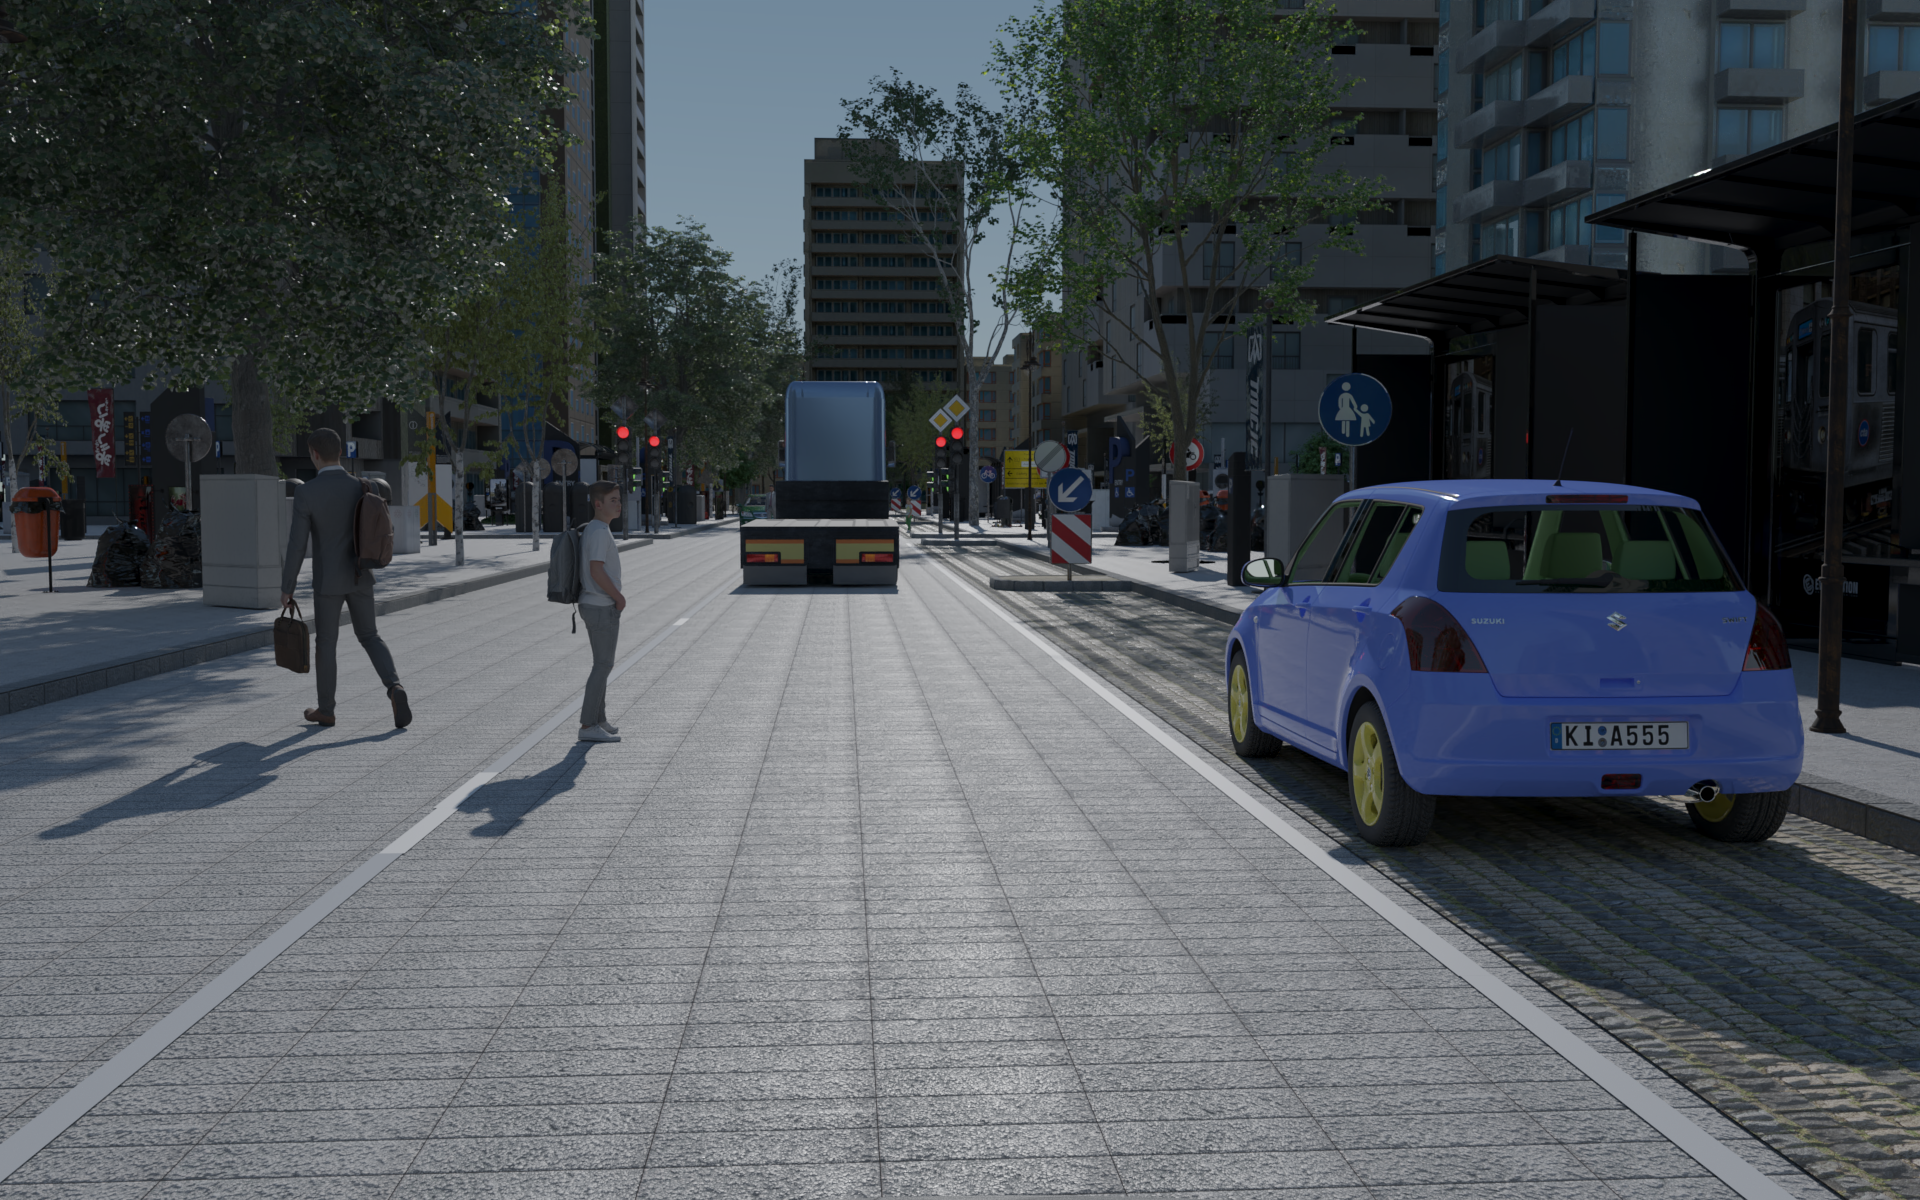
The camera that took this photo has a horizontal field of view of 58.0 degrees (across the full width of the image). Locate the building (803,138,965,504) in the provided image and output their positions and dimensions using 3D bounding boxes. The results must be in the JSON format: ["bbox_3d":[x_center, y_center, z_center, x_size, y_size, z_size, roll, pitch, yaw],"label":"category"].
[{"bbox_3d":[-10.644,-37.631,238.974,21.600,48.544,21.300,0,4,-4],"label":"building"}]

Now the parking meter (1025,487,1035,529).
[{"bbox_3d":[2.539,-3.341,63.042,0.372,1.533,0.369,0,3,0],"label":"parking meter"}]

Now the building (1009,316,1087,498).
[{"bbox_3d":[20.587,-20.542,180.894,27.650,21.520,28.899,0,4,-4],"label":"building"}]

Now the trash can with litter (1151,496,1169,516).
[{"bbox_3d":[5.238,-2.241,48.022,0.624,1.170,1.055,-3,4,-38],"label":"trash can with litter"}]

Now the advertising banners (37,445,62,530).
[{"bbox_3d":[-32.319,-3.992,61.462,0.090,3.025,2.074,0,4,-8],"label":"advertising banners"}]

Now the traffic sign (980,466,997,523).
[{"bbox_3d":[1.264,-4.749,77.748,0.768,2.556,0.104,0,4,2],"label":"traffic sign"}]

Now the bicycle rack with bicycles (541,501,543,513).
[{"bbox_3d":[-23.764,-5.311,100.209,2.925,0.926,2.852,1,4,14],"label":"bicycle rack with bicycles"}]

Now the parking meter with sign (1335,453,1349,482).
[{"bbox_3d":[16.894,-4.742,73.798,1.738,3.016,0.543,-1,4,-11],"label":"parking meter with sign"}]

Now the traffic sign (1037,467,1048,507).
[{"bbox_3d":[2.962,-3.566,58.411,0.768,2.556,0.104,0,4,1],"label":"traffic sign"}]

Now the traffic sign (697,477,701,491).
[{"bbox_3d":[-19.367,-7.913,129.480,0.768,2.556,0.104,0,4,5],"label":"traffic sign"}]

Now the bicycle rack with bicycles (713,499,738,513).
[{"bbox_3d":[-16.099,-6.527,120.091,2.852,0.926,2.925,1,4,16],"label":"bicycle rack with bicycles"}]

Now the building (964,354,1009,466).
[{"bbox_3d":[14.308,-24.464,245.027,28.899,21.520,27.650,0,4,-4],"label":"building"}]

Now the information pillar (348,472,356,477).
[{"bbox_3d":[-20.675,-3.318,58.749,0.304,2.012,0.304,-3,4,-38],"label":"information pillar"}]

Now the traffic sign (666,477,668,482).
[{"bbox_3d":[-17.376,-6.384,104.480,0.768,2.556,0.104,0,4,1],"label":"traffic sign"}]

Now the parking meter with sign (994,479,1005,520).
[{"bbox_3d":[2.551,-5.514,86.417,1.738,3.016,0.543,1,4,19],"label":"parking meter with sign"}]

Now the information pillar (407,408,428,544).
[{"bbox_3d":[-14.030,-3.269,44.797,0.504,3.616,0.183,-1,4,-11],"label":"information pillar"}]

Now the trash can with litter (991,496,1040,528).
[{"bbox_3d":[2.095,-3.436,67.228,2.233,1.210,1.678,-1,4,-13],"label":"trash can with litter"}]

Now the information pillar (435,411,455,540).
[{"bbox_3d":[-14.513,-3.506,48.680,0.504,3.616,0.183,-3,5,-40],"label":"information pillar"}]

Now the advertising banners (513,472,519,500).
[{"bbox_3d":[-32.398,-7.793,123.605,2.074,3.025,0.090,0,4,3],"label":"advertising banners"}]

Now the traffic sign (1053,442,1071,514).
[{"bbox_3d":[2.305,-2.573,42.171,0.768,2.556,0.104,0,4,-3],"label":"traffic sign"}]

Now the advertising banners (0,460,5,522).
[{"bbox_3d":[-49.079,-5.726,89.808,0.090,3.025,2.074,0,4,5],"label":"advertising banners"}]

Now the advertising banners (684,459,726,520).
[{"bbox_3d":[-12.840,-5.562,87.122,2.074,3.025,0.090,0,4,1],"label":"advertising banners"}]

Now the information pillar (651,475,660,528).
[{"bbox_3d":[-11.656,-3.784,66.354,0.304,2.012,0.304,0,4,-5],"label":"information pillar"}]

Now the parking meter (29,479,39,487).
[{"bbox_3d":[-36.568,-3.831,68.356,0.399,1.863,0.255,0,4,0],"label":"parking meter"}]

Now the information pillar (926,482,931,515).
[{"bbox_3d":[-1.941,-6.301,107.517,0.304,2.012,0.304,-1,4,-11],"label":"information pillar"}]

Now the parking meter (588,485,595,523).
[{"bbox_3d":[-9.115,-2.135,43.313,0.372,1.533,0.369,0,3,0],"label":"parking meter"}]

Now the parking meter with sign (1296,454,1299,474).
[{"bbox_3d":[15.657,-4.885,76.133,1.738,3.016,0.543,1,4,15],"label":"parking meter with sign"}]

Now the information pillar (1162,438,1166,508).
[{"bbox_3d":[8.611,-5.001,73.123,0.183,3.616,0.504,0,4,-5],"label":"information pillar"}]

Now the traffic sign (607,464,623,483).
[{"bbox_3d":[-11.789,-3.505,59.428,0.606,2.300,0.079,0,4,2],"label":"traffic sign"}]

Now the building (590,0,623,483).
[{"bbox_3d":[-41.048,-43.724,153.135,20.563,71.187,20.611,0,4,-4],"label":"building"}]

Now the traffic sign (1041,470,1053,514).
[{"bbox_3d":[2.390,-2.625,45.051,0.606,2.300,0.079,0,4,5],"label":"traffic sign"}]

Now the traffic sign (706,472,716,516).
[{"bbox_3d":[-14.595,-6.159,100.812,0.768,2.556,0.104,0,3,0],"label":"traffic sign"}]

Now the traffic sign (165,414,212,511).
[{"bbox_3d":[-12.249,-1.676,27.503,0.768,2.556,0.104,0,4,4],"label":"traffic sign"}]

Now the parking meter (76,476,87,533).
[{"bbox_3d":[-28.705,-3.112,56.586,0.255,1.863,0.399,-2,4,-28],"label":"parking meter"}]

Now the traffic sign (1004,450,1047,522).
[{"bbox_3d":[3.151,-5.246,79.648,2.265,3.308,0.079,0,4,-1],"label":"traffic sign"}]

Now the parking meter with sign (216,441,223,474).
[{"bbox_3d":[-24.892,-3.667,56.219,1.738,3.016,0.543,-3,4,-39],"label":"parking meter with sign"}]

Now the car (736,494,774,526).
[{"bbox_3d":[-7.785,-3.476,68.631,2.131,1.459,4.920,0,4,-5],"label":"car"}]

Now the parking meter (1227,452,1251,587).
[{"bbox_3d":[3.895,-1.129,24.169,0.255,1.863,0.399,0,4,-5],"label":"parking meter"}]

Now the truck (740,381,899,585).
[{"bbox_3d":[-2.658,-2.806,35.632,2.967,4.110,18.799,0,4,-3],"label":"truck"}]

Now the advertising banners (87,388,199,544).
[{"bbox_3d":[-13.396,-1.969,28.388,2.074,3.025,0.090,1,4,15],"label":"advertising banners"}]

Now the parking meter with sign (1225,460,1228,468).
[{"bbox_3d":[13.597,-5.670,88.963,0.543,3.016,1.738,-1,4,-12],"label":"parking meter with sign"}]

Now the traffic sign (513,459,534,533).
[{"bbox_3d":[-14.327,-3.413,56.987,0.795,2.450,0.064,0,4,6],"label":"traffic sign"}]

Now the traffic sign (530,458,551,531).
[{"bbox_3d":[-14.754,-3.713,60.817,0.768,2.556,0.104,0,4,-3],"label":"traffic sign"}]

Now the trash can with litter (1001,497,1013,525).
[{"bbox_3d":[1.814,-3.556,69.522,0.624,1.170,1.055,0,4,1],"label":"trash can with litter"}]

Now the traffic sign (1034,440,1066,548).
[{"bbox_3d":[2.127,-2.511,41.164,0.768,2.556,0.104,0,4,-2],"label":"traffic sign"}]

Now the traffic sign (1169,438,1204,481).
[{"bbox_3d":[4.994,-2.333,38.245,0.768,2.556,0.104,0,4,1],"label":"traffic sign"}]

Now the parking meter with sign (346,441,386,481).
[{"bbox_3d":[-19.608,-3.778,58.036,0.543,3.016,1.738,3,4,37],"label":"parking meter with sign"}]

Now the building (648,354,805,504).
[{"bbox_3d":[-36.033,-24.217,240.994,28.899,21.520,27.650,0,4,-4],"label":"building"}]

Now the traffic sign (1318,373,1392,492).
[{"bbox_3d":[4.157,-1.114,18.320,0.768,2.556,0.104,0,4,4],"label":"traffic sign"}]

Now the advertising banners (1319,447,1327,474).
[{"bbox_3d":[13.966,-4.198,64.817,0.090,3.025,2.074,3,5,44],"label":"advertising banners"}]

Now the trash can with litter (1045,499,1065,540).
[{"bbox_3d":[2.742,-2.198,47.317,0.624,1.170,1.055,-2,4,-23],"label":"trash can with litter"}]

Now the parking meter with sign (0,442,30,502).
[{"bbox_3d":[-31.901,-3.817,58.662,0.543,3.016,1.738,1,4,19],"label":"parking meter with sign"}]

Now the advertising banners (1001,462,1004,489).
[{"bbox_3d":[2.927,-6.057,95.213,2.074,3.025,0.090,-3,5,-44],"label":"advertising banners"}]

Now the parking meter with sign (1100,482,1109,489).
[{"bbox_3d":[9.642,-7.243,114.679,1.738,3.016,0.543,1,4,10],"label":"parking meter with sign"}]

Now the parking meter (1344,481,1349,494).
[{"bbox_3d":[6.409,-1.263,29.056,0.372,1.533,0.369,0,3,0],"label":"parking meter"}]

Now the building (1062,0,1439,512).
[{"bbox_3d":[23.916,-34.413,151.895,28.713,52.752,27.495,0,4,-4],"label":"building"}]

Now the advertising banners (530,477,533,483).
[{"bbox_3d":[-30.018,-7.850,124.531,0.090,3.025,2.074,3,4,36],"label":"advertising banners"}]

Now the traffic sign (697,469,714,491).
[{"bbox_3d":[-12.911,-5.366,87.738,0.884,2.594,0.081,0,4,-2],"label":"traffic sign"}]

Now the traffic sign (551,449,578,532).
[{"bbox_3d":[-11.074,-2.958,48.473,0.768,2.556,0.104,0,4,5],"label":"traffic sign"}]

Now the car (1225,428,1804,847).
[{"bbox_3d":[2.402,0.075,8.357,1.945,1.707,3.694,0,4,-4],"label":"car"}]
